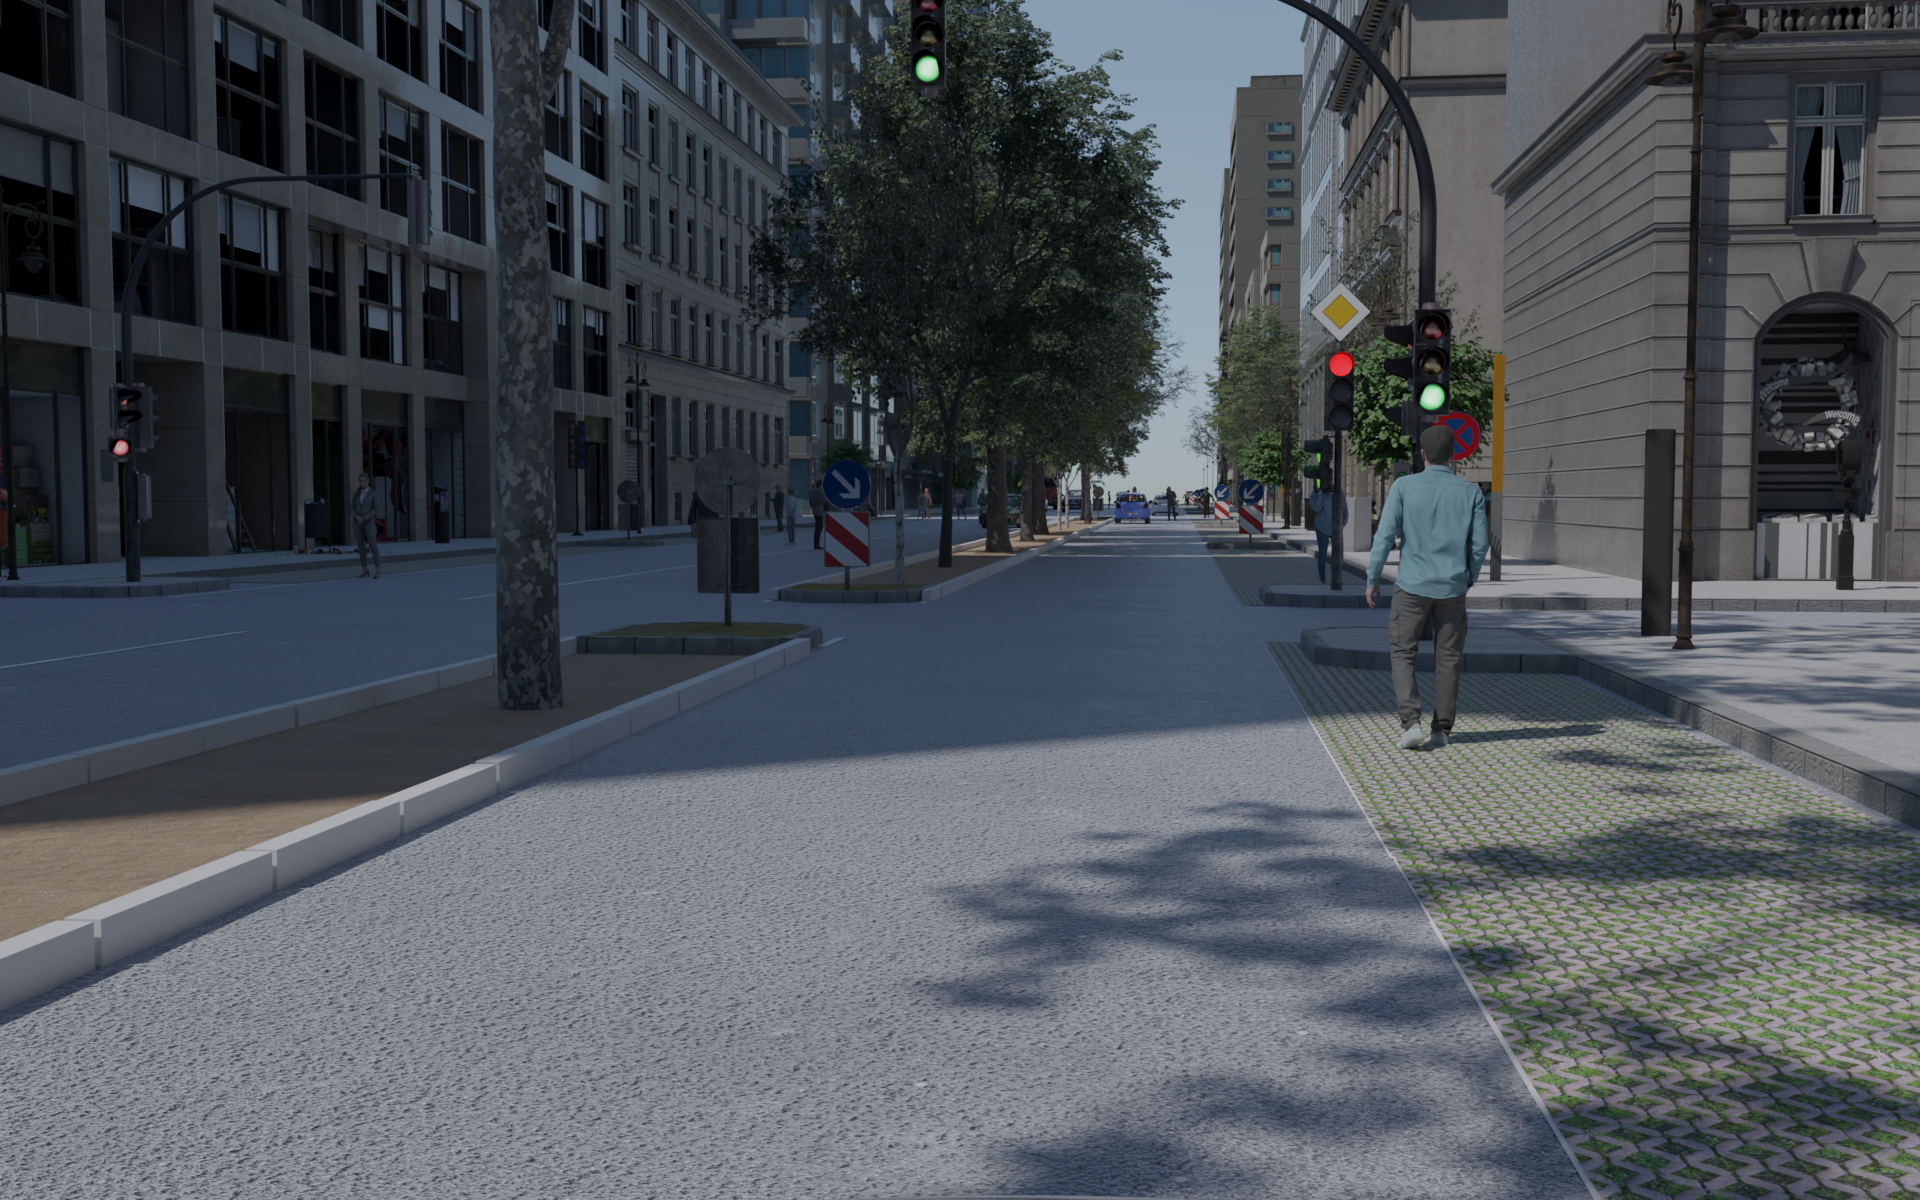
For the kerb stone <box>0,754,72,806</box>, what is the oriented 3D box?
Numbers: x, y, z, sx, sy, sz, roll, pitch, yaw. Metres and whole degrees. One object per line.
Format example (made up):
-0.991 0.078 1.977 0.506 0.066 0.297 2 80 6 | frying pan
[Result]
-4.412 0.866 8.031 0.120 0.150 1.000 0 4 7 | kerb stone

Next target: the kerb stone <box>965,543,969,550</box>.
0.056 -1.340 44.177 0.120 0.150 1.000 0 4 7 | kerb stone

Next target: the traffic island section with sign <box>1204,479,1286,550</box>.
7.493 -2.251 45.438 1.989 1.847 2.006 0 4 7 | traffic island section with sign

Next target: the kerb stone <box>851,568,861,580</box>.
-1.838 -0.410 28.905 0.120 0.150 1.000 0 4 7 | kerb stone

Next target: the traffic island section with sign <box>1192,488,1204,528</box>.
10.866 -3.919 72.710 1.989 1.847 2.006 0 4 7 | traffic island section with sign

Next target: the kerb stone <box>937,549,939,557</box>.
-0.575 -1.033 39.094 0.120 0.150 1.000 0 4 7 | kerb stone

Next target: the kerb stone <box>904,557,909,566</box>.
-1.197 -0.718 34.007 0.120 0.150 1.000 0 4 7 | kerb stone

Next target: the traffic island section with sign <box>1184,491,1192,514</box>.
17.049 -6.967 122.530 1.989 1.847 2.006 0 4 7 | traffic island section with sign

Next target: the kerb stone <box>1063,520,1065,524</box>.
4.728 -3.642 81.818 0.120 0.150 1.000 0 4 7 | kerb stone

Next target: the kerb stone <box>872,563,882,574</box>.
-1.584 -0.534 30.946 0.120 0.150 1.000 0 4 7 | kerb stone

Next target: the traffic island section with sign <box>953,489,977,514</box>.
0.175 -7.076 124.317 1.989 1.847 2.006 0 4 7 | traffic island section with sign

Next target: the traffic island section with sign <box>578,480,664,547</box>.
-9.300 -2.403 47.923 1.989 1.847 2.006 0 4 7 | traffic island section with sign

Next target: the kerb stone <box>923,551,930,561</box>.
-0.820 -0.909 37.064 0.120 0.150 1.000 0 4 7 | kerb stone

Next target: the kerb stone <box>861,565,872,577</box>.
-1.709 -0.473 29.925 0.120 0.150 1.000 0 4 7 | kerb stone

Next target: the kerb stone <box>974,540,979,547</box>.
0.315 -1.465 46.209 0.120 0.150 1.000 0 4 7 | kerb stone

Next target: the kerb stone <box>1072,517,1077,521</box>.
5.989 -4.269 91.992 0.120 0.150 1.000 0 4 7 | kerb stone

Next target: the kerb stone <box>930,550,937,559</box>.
-0.693 -0.971 38.078 0.120 0.150 1.000 0 4 7 | kerb stone

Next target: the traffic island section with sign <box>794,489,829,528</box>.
-5.987 -4.040 74.674 1.989 1.847 2.006 0 4 7 | traffic island section with sign

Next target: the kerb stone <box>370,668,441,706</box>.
-3.915 0.618 12.098 0.120 0.150 1.000 0 4 7 | kerb stone

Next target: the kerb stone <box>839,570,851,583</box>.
-1.956 -0.348 27.890 0.120 0.150 1.000 0 4 7 | kerb stone

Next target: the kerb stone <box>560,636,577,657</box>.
-3.528 0.433 15.157 0.120 0.150 1.000 0 4 7 | kerb stone

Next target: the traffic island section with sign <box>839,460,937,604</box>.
-1.424 -0.949 23.650 2.006 1.907 1.989 0 4 7 | traffic island section with sign

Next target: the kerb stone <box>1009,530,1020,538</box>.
1.831 -2.217 58.438 0.120 0.150 1.000 0 4 7 | kerb stone

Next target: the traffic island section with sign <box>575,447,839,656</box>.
-2.345 -0.499 16.301 2.006 1.907 1.989 0 4 7 | traffic island section with sign

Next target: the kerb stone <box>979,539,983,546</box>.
0.438 -1.525 47.223 0.120 0.150 1.000 0 4 7 | kerb stone

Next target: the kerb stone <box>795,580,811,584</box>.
-2.335 -0.162 24.838 0.120 0.150 1.000 0 4 7 | kerb stone

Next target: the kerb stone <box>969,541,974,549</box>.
0.190 -1.403 45.190 0.120 0.150 1.000 0 4 7 | kerb stone

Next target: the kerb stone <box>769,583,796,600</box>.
-2.456 -0.094 23.818 0.120 0.150 1.000 0 4 7 | kerb stone

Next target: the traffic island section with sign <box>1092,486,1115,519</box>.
7.809 -5.510 98.222 2.006 1.907 1.989 0 4 7 | traffic island section with sign

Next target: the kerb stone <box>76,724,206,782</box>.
-4.291 0.804 9.051 0.120 0.150 1.000 0 4 7 | kerb stone

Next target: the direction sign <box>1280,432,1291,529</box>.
11.935 -4.371 63.465 0.379 3.537 0.876 2 4 32 | direction sign

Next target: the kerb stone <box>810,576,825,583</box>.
-2.213 -0.224 25.858 0.120 0.150 1.000 0 4 7 | kerb stone

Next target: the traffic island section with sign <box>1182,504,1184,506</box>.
20.369 -8.603 149.281 1.989 1.847 2.006 0 4 7 | traffic island section with sign

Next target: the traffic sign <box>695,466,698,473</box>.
-9.327 -3.717 62.901 0.606 2.300 0.079 1 4 15 | traffic sign

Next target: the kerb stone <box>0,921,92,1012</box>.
-2.722 1.071 4.718 0.120 0.150 1.000 0 4 7 | kerb stone

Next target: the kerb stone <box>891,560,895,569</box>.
-1.332 -0.659 32.982 0.120 0.150 1.000 0 4 7 | kerb stone

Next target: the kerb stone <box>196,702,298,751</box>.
-4.174 0.744 10.068 0.120 0.150 1.000 0 4 7 | kerb stone

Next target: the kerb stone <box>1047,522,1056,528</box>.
3.975 -3.272 75.718 0.120 0.150 1.000 0 4 7 | kerb stone

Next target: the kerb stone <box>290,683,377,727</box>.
-4.036 0.680 11.081 0.120 0.150 1.000 0 4 7 | kerb stone

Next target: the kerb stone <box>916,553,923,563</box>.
-0.948 -0.843 36.040 0.120 0.150 1.000 0 4 7 | kerb stone

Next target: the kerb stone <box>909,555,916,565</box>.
-1.074 -0.784 35.026 0.120 0.150 1.000 0 4 7 | kerb stone

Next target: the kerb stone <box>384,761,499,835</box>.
-2.331 0.888 7.767 0.120 0.150 1.000 0 4 7 | kerb stone

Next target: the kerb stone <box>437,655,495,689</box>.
-3.792 0.560 13.117 0.120 0.150 1.000 0 4 7 | kerb stone

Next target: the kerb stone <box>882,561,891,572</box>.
-1.460 -0.597 31.961 0.120 0.150 1.000 0 4 7 | kerb stone

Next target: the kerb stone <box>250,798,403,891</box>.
-2.460 0.945 6.748 0.120 0.150 1.000 0 4 7 | kerb stone

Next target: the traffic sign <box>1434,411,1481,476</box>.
7.606 -1.626 26.693 0.768 2.556 0.104 1 4 14 | traffic sign

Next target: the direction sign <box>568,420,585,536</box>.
-11.781 -3.747 53.262 0.379 3.537 0.876 1 4 21 | direction sign

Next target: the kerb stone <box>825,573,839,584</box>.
-2.076 -0.286 26.873 0.120 0.150 1.000 0 4 7 | kerb stone

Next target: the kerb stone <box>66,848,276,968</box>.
-2.590 1.008 5.732 0.120 0.150 1.000 0 4 7 | kerb stone

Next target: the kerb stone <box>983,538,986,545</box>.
0.567 -1.593 48.242 0.120 0.150 1.000 0 4 7 | kerb stone

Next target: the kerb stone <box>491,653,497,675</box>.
-3.661 0.495 14.143 0.120 0.150 1.000 0 4 7 | kerb stone

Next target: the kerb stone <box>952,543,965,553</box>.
-0.066 -1.279 43.152 0.120 0.150 1.000 0 4 7 | kerb stone
